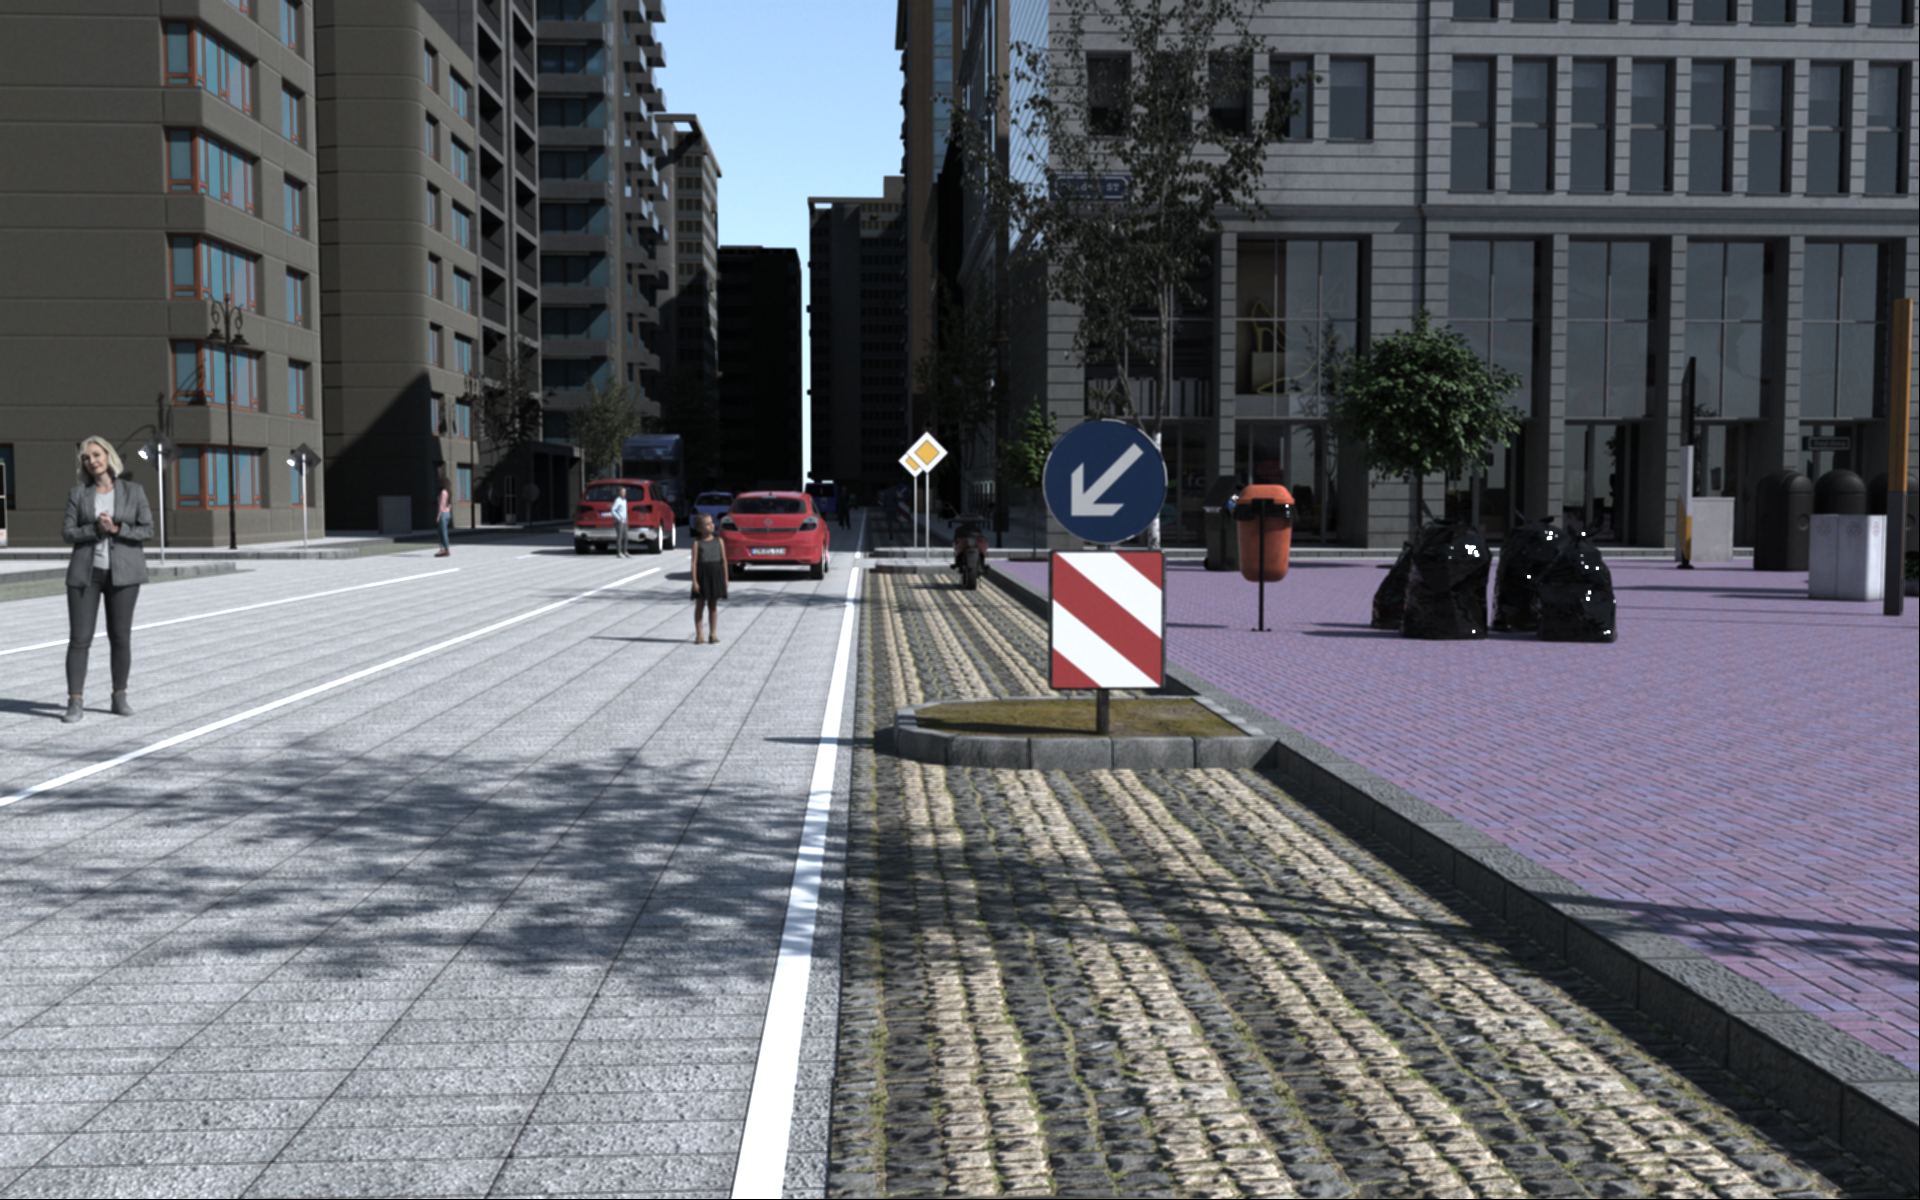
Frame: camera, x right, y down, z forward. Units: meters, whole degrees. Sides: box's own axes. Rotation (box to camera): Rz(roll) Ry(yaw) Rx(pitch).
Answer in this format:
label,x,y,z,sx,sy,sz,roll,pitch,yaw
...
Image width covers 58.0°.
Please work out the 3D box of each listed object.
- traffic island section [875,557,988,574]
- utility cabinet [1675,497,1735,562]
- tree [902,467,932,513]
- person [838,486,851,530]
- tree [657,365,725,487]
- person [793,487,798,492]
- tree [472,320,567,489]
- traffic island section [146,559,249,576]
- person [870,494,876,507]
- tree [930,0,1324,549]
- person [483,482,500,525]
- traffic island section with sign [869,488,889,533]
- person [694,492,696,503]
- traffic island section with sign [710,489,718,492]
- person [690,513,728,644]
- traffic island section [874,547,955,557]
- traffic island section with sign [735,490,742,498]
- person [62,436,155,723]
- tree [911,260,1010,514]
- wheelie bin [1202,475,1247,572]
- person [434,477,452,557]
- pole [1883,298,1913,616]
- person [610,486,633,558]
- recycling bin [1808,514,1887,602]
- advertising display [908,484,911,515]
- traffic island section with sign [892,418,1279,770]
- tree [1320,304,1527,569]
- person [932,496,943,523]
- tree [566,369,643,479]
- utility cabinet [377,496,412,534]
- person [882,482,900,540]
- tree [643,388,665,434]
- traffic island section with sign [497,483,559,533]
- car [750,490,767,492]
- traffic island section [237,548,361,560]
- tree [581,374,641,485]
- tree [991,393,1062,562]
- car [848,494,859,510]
label,x,y,z,sx,sy,sz,roll,pitch,yaw
traffic island section,-0.566,-0.603,32.140,2.009,0.180,2.903,0,4,-3
utility cabinet,14.041,-1.316,32.672,1.020,1.237,0.306,0,4,-8
tree,-2.353,-8.250,118.593,4.285,4.588,4.351,0,3,0
person,-4.663,-3.723,69.790,0.576,1.772,0.534,0,4,7
tree,-24.318,-14.334,152.479,7.486,12.596,7.792,0,3,0
person,-7.566,-4.308,79.339,0.834,1.777,0.661,0,4,-3
tree,-19.105,-7.543,73.692,4.360,8.622,3.978,0,3,0
traffic island section,-14.488,-0.558,31.406,2.009,0.180,2.903,0,4,-3
person,-9.846,-11.141,193.879,0.991,1.433,0.599,1,4,11
tree,2.111,-4.300,20.668,4.360,8.622,3.978,0,3,0
person,-19.435,-3.998,71.802,0.661,1.777,0.834,0,4,6
traffic island section with sign,-2.312,-3.446,64.973,1.989,1.847,2.006,0,4,-3
person,-23.813,-9.065,154.259,0.705,1.824,1.348,1,4,16
traffic island section with sign,-19.989,-8.097,141.014,1.989,1.847,2.006,0,4,-3
person,-2.398,-0.209,16.588,0.362,1.253,0.373,-1,4,-22
traffic island section,-0.991,-1.091,40.114,2.009,0.180,2.903,0,4,-3
traffic island section with sign,-21.449,-9.751,168.062,1.989,1.847,2.006,0,4,-3
person,-5.453,-0.147,11.093,0.537,1.800,0.526,-1,4,-15
tree,0.230,-6.421,55.341,4.737,8.622,4.395,0,3,0
wheelie bin,4.473,-1.285,28.922,0.693,1.594,0.980,-2,4,-24
person,-11.802,-1.902,39.608,0.388,1.821,0.555,0,4,-5
pole,9.870,-1.491,18.216,0.158,3.312,0.155,0,3,0
person,-7.604,-1.747,38.880,0.330,1.601,0.589,2,4,26
recycling bin,10.841,-0.521,21.065,0.722,1.027,0.722,-3,4,-38
advertising display,-3.153,-6.311,108.393,0.123,1.923,0.974,0,4,2
traffic island section with sign,0.619,-0.077,9.887,1.989,1.847,2.006,0,4,-3
tree,7.925,-2.835,30.072,4.285,4.588,4.351,0,3,0
person,-0.989,-4.078,77.735,0.505,1.210,0.382,0,4,2
tree,-21.102,-9.240,101.436,4.360,8.622,3.978,0,3,0
utility cabinet,-18.141,-2.717,55.579,0.306,1.237,1.020,3,5,44
person,-2.172,-2.781,53.999,0.581,1.822,0.654,1,4,15
tree,-21.310,-9.899,112.210,4.360,8.622,3.978,0,3,0
traffic island section with sign,-15.894,-3.385,63.966,1.989,1.847,2.006,0,4,-3
car,-17.376,-8.605,149.357,2.281,1.827,5.304,0,4,-4
traffic island section,-14.913,-1.046,39.380,2.009,0.180,2.903,0,4,-3
tree,-21.802,-9.586,107.096,4.737,8.622,4.395,0,3,0
tree,1.546,-2.363,33.229,1.663,3.219,1.824,0,3,0
car,-10.434,-9.369,161.972,1.959,1.807,4.718,0,4,-3
